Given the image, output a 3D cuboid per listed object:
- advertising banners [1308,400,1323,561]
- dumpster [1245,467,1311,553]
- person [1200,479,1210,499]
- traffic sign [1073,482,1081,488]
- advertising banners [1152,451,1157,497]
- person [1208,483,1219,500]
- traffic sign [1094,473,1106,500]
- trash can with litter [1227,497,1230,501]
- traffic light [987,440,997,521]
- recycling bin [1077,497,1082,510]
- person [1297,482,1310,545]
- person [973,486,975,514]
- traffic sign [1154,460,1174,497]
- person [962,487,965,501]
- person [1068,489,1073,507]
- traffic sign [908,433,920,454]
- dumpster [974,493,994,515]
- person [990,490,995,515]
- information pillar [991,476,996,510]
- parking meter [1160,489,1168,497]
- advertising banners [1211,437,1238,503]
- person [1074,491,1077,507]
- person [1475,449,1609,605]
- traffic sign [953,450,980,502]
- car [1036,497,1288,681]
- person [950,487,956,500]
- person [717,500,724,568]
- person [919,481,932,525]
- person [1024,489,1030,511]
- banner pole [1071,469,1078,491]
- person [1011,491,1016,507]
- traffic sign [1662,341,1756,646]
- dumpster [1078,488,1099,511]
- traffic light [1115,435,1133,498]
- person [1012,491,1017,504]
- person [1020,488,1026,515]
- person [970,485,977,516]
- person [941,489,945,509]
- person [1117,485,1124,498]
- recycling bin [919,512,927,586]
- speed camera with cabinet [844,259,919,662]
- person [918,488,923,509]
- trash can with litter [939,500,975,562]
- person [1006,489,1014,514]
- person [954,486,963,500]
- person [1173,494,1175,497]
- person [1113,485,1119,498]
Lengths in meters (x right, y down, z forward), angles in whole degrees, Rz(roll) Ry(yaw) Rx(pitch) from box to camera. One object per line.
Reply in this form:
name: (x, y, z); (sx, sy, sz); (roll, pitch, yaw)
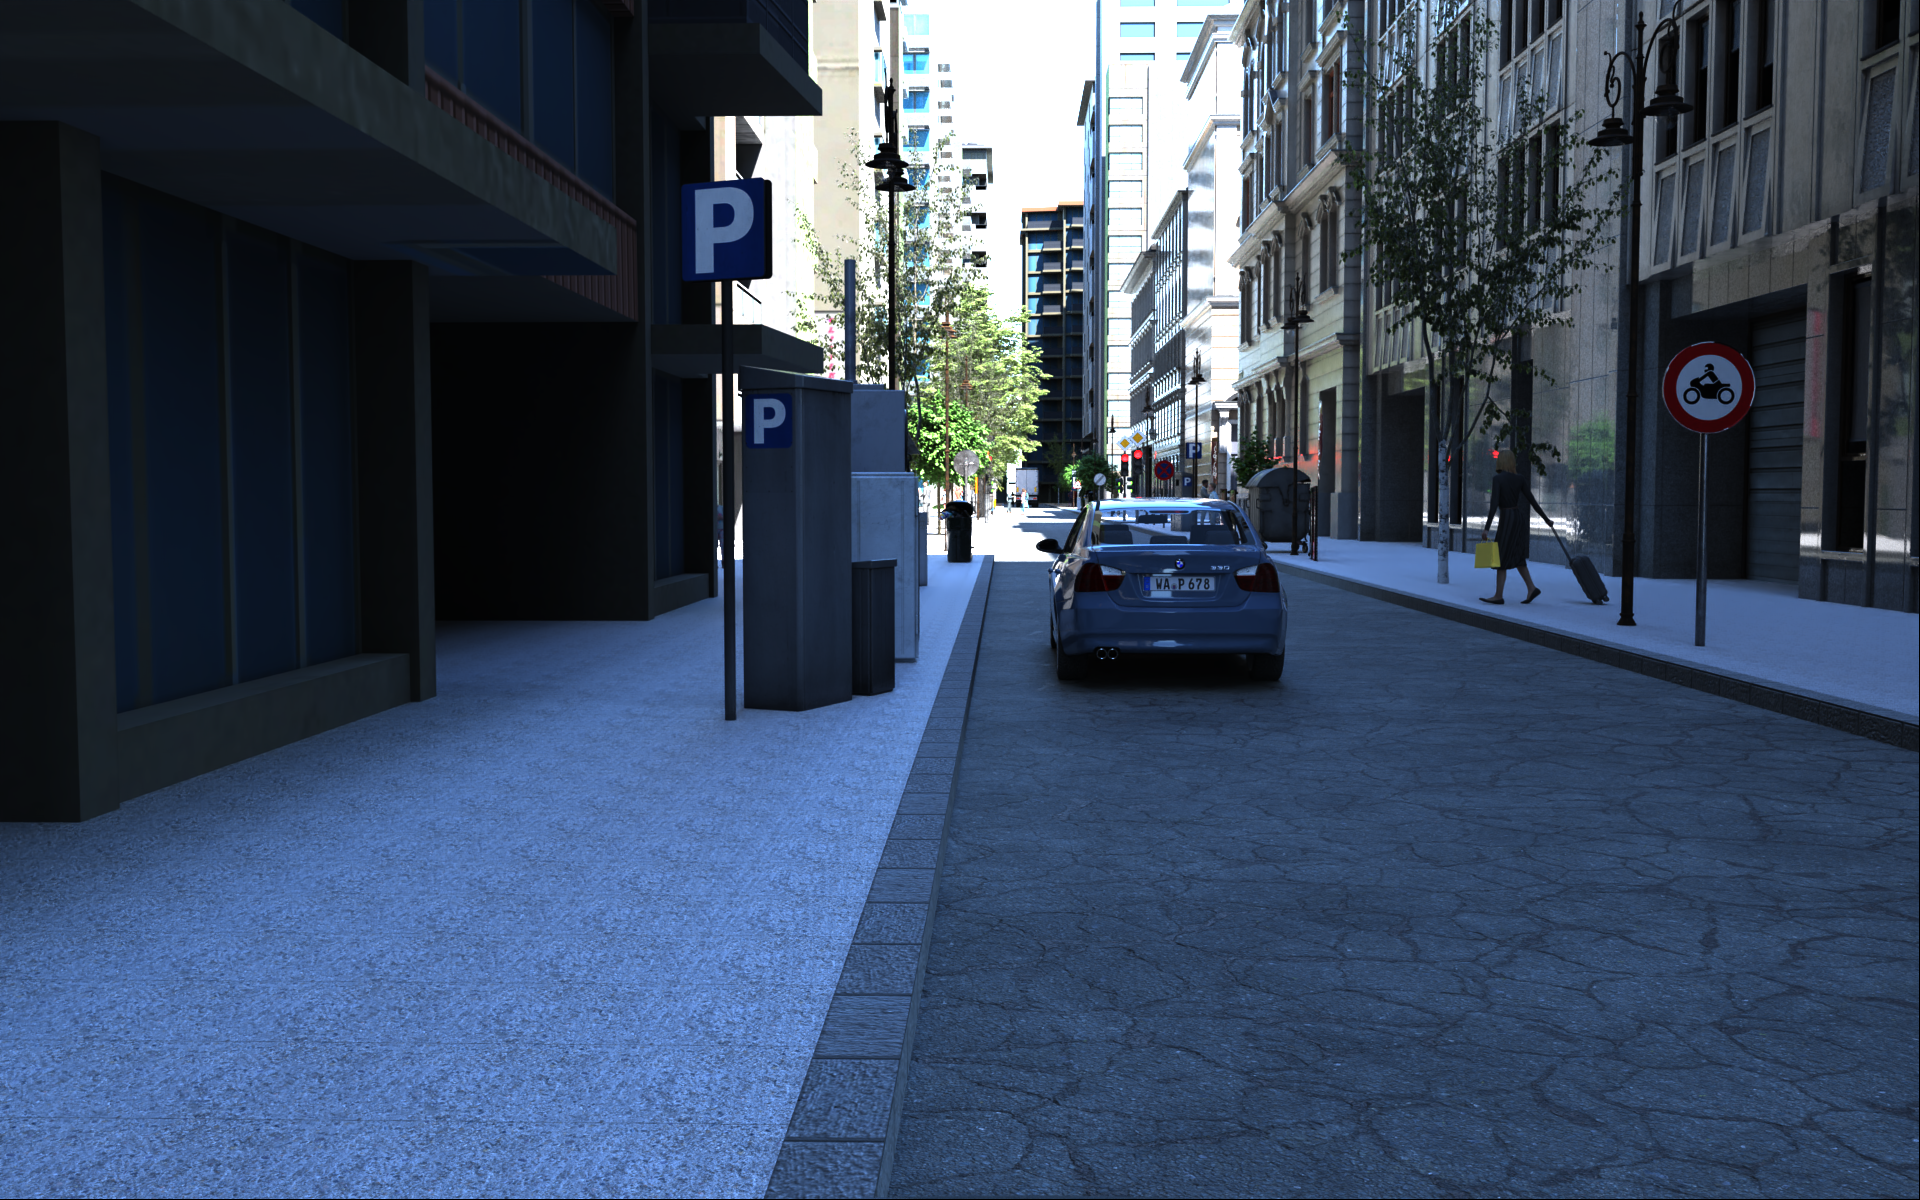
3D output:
advertising banners: (6.838, -2.270, 33.306); (0.090, 3.025, 2.074); (0, 4, 7)
dumpster: (7.059, -1.991, 38.315); (1.264, 1.857, 1.865); (0, 4, 1)
person: (8.764, -3.389, 61.630); (0.466, 1.800, 0.511); (0, 4, -3)
traffic sign: (10.488, -9.423, 154.067); (0.884, 2.594, 0.081); (0, 4, 6)
advertising banners: (8.052, -4.620, 71.719); (0.090, 3.025, 2.074); (0, 4, 4)
person: (7.219, -2.546, 49.474); (0.330, 1.601, 0.589); (0, 4, 2)
traffic sign: (8.566, -6.484, 106.126); (0.768, 2.556, 0.104); (0, 4, 6)
trash can with litter: (11.194, -3.871, 74.681); (1.055, 1.170, 0.624); (3, 5, 44)
traffic light: (1.365, -5.733, 82.647); (0.839, 4.253, 0.868); (0, 4, 2)
recycling bin: (9.694, -7.613, 137.021); (0.722, 1.027, 0.722); (1, 4, 19)
person: (8.644, -2.294, 43.747); (0.583, 1.804, 0.606); (-1, 4, -18)
person: (1.038, -6.257, 108.621); (0.678, 1.792, 0.850); (3, 5, 43)
traffic sign: (7.707, -3.993, 65.399); (0.768, 2.556, 0.104); (1, 4, 10)
person: (0.222, -7.069, 121.788); (0.661, 1.801, 0.590); (0, 4, -5)
person: (10.740, -9.912, 168.545); (0.683, 1.767, 0.568); (-2, 4, -34)
traffic sign: (-0.977, -1.417, 23.169); (0.884, 2.594, 0.081); (0, 4, 6)
dumpster: (1.461, -6.097, 105.436); (1.264, 1.857, 1.865); (0, 4, 2)
person: (2.013, -6.281, 108.745); (0.388, 1.821, 0.555); (-1, 4, -10)
information pillar: (2.644, -9.004, 138.568); (0.504, 3.616, 0.183); (1, 4, 11)
parking meter: (9.681, -4.514, 82.220); (0.372, 1.533, 0.369); (0, 3, 0)
advertising banners: (8.013, -3.449, 52.580); (0.090, 3.025, 2.074); (-1, 4, -13)
person: (11.867, -10.545, 178.399); (0.705, 1.831, 1.348); (0, 4, 8)
person: (6.762, -0.848, 20.126); (1.509, 1.804, 0.699); (1, 4, 11)
traffic sign: (0.177, -3.041, 49.825); (0.768, 2.556, 0.104); (0, 4, 7)
car: (1.651, -0.159, 14.608); (2.014, 1.417, 4.499); (0, 4, 2)
person: (-0.475, -7.591, 130.501); (0.694, 1.780, 0.624); (-2, 4, -35)
person: (-4.177, -1.202, 29.969); (0.425, 1.301, 0.394); (-2, 4, -35)
person: (-1.449, -3.969, 70.750); (0.447, 1.846, 0.655); (2, 4, 24)
person: (5.481, -8.321, 144.525); (0.713, 1.824, 0.794); (-1, 4, -14)
banner pole: (10.336, -10.071, 154.673); (0.863, 3.779, 0.401); (2, 4, 30)
person: (6.064, -11.602, 198.906); (1.217, 1.735, 0.721); (2, 4, 35)
traffic sign: (6.251, -0.884, 14.553); (0.768, 2.556, 0.104); (0, 4, 2)
dumpster: (9.626, -7.762, 129.406); (1.502, 2.255, 1.985); (0, 4, 1)
traffic light: (7.824, -5.723, 82.493); (0.839, 4.253, 0.868); (0, 4, 2)
person: (6.871, -13.287, 225.373); (1.348, 1.869, 0.705); (-1, 4, -13)
person: (4.295, -6.715, 118.300); (0.388, 1.821, 0.555); (0, 4, -6)
person: (0.655, -5.745, 100.148); (0.728, 1.800, 0.709); (2, 4, 24)
person: (-1.102, -7.339, 126.127); (0.616, 1.811, 0.778); (0, 4, 5)
person: (8.629, -5.265, 92.305); (0.728, 1.800, 0.709); (-2, 4, -23)
recycling bin: (-0.926, -0.707, 24.115); (0.722, 1.027, 0.722); (2, 4, 30)
speed camera with cabinet: (-0.681, -1.206, 14.050); (0.660, 3.252, 2.038); (0, 4, -5)
person: (-3.338, -8.505, 145.281); (0.709, 1.800, 0.728); (2, 4, 26)
trash can with litter: (-0.040, -1.310, 32.803); (0.624, 1.170, 1.055); (0, 4, 5)
person: (3.679, -7.183, 126.120); (0.590, 1.801, 0.661); (0, 4, 2)
person: (-0.044, -6.552, 113.138); (0.580, 1.828, 0.573); (-2, 4, -30)
person: (10.069, -4.343, 79.278); (0.755, 1.850, 0.659); (-2, 4, -26)
person: (9.783, -6.255, 108.218); (0.656, 1.842, 0.836); (-2, 4, -25)
